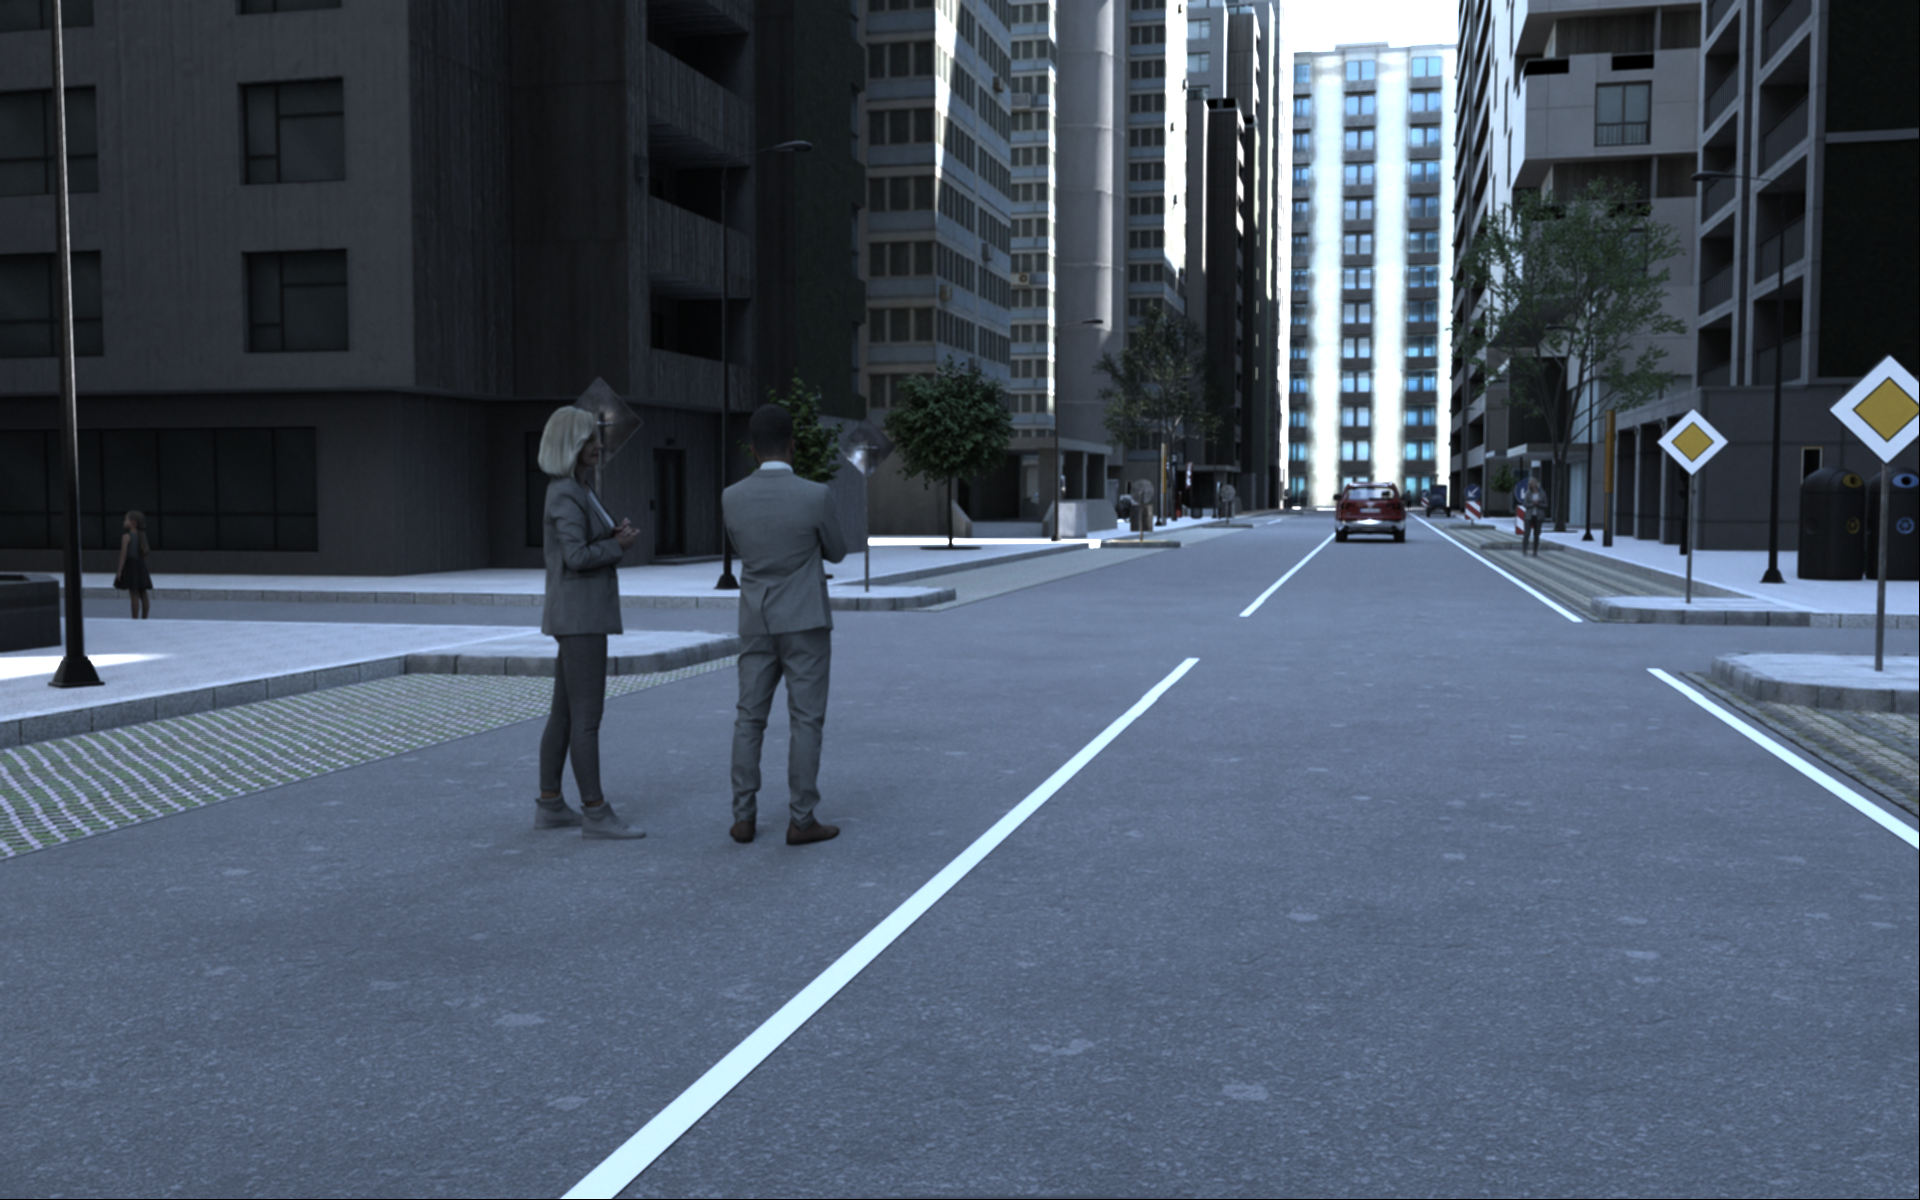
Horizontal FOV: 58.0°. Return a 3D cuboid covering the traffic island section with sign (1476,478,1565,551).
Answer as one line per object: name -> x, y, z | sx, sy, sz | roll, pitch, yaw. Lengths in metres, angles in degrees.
traffic island section with sign -> 14.499, -2.208, 44.727 | 1.989, 1.847, 2.006 | 1, 4, 14

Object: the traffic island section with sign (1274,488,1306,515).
traffic island section with sign -> 23.083, -6.909, 121.590 | 1.989, 1.847, 2.006 | 1, 4, 14

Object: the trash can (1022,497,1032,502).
trash can -> 3.026, -4.274, 81.526 | 0.748, 1.137, 0.748 | 0, 3, 0

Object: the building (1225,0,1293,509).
building -> 19.964, -44.201, 160.943 | 20.611, 71.187, 20.563 | 1, 4, 14

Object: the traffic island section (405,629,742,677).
traffic island section -> -3.123, 0.449, 14.942 | 2.009, 0.180, 2.903 | 1, 4, 14

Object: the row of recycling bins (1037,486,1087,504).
row of recycling bins -> 5.465, -4.769, 85.085 | 3.534, 1.692, 1.069 | 1, 4, 21

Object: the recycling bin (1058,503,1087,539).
recycling bin -> 3.225, -2.316, 50.423 | 0.722, 1.027, 0.722 | 2, 4, 34

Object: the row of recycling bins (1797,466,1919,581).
row of recycling bins -> 14.401, -1.140, 25.756 | 3.534, 1.692, 1.069 | 1, 4, 13

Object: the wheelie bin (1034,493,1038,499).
wheelie bin -> 3.725, -4.149, 75.749 | 0.980, 1.594, 0.693 | 0, 4, 5

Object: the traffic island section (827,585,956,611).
traffic island section -> -1.241, -0.026, 22.703 | 2.009, 0.180, 2.903 | 1, 4, 14

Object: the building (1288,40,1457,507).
building -> 42.823, -34.661, 186.311 | 30.456, 49.044, 23.786 | 1, 4, 14

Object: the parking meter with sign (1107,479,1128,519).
parking meter with sign -> 7.893, -5.751, 90.288 | 1.738, 3.016, 0.543 | 1, 4, 19

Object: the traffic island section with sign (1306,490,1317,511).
traffic island section with sign -> 29.675, -8.570, 148.747 | 1.989, 1.847, 2.006 | 1, 4, 14

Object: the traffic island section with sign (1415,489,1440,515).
traffic island section with sign -> 32.573, -6.764, 119.223 | 1.989, 1.847, 2.006 | 1, 4, 14

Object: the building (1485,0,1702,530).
building -> 36.800, -29.510, 71.734 | 28.713, 52.752, 27.495 | 1, 4, 14

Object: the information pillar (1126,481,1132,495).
information pillar -> 9.516, -5.693, 97.570 | 0.304, 2.012, 0.304 | 0, 4, 4

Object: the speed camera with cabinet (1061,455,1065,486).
speed camera with cabinet -> 5.837, -5.697, 87.489 | 2.038, 3.252, 0.660 | 1, 4, 18

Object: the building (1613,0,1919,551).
building -> 27.755, -36.759, 39.265 | 20.563, 71.187, 20.611 | 1, 4, 14

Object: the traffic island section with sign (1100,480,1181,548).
traffic island section with sign -> 4.889, -2.319, 46.537 | 1.989, 1.847, 2.006 | 1, 4, 14

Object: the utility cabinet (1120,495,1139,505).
utility cabinet -> 9.428, -5.215, 96.435 | 1.020, 1.237, 0.306 | 2, 4, 27

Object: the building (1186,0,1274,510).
building -> 17.847, -27.990, 141.235 | 14.154, 41.232, 14.086 | 1, 4, 14

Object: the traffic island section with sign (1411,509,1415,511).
traffic island section with sign -> 38.987, -8.384, 145.701 | 1.989, 1.847, 2.006 | 1, 4, 14

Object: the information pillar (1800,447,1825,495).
information pillar -> 13.325, -1.384, 27.118 | 0.304, 2.012, 0.304 | 2, 4, 31

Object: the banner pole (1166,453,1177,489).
banner pole -> 11.112, -6.226, 91.812 | 0.863, 3.779, 0.401 | 1, 4, 16

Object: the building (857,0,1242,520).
building -> 1.501, -25.645, 111.175 | 32.217, 40.220, 23.993 | 1, 4, 14

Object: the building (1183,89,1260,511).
building -> 14.420, -21.787, 127.915 | 14.160, 30.474, 14.107 | 1, 4, 14

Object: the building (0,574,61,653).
building -> -21.296, -28.459, 7.304 | 28.212, 58.520, 21.231 | 1, 4, 14

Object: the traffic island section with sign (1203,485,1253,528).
traffic island section with sign -> 11.367, -3.955, 73.289 | 1.989, 1.847, 2.006 | 1, 4, 14

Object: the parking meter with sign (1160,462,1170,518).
parking meter with sign -> 11.002, -5.934, 93.276 | 0.543, 3.016, 1.738 | 1, 4, 19

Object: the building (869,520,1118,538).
building -> -11.424, -22.532, 60.274 | 32.217, 40.220, 23.993 | 1, 4, 14

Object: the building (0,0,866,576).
building -> -10.507, -15.955, 32.571 | 14.160, 30.474, 14.107 | 1, 4, 14

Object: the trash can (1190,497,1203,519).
trash can -> 12.333, -4.809, 90.281 | 0.748, 1.137, 0.748 | 0, 3, 0

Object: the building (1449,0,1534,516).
building -> 47.174, -30.662, 125.018 | 21.300, 48.544, 21.600 | 1, 4, 14

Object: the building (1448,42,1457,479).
building -> 54.113, -30.270, 149.540 | 22.147, 44.769, 28.867 | 1, 4, 14

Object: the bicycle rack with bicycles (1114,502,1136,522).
bicycle rack with bicycles -> 7.123, -4.014, 79.014 | 2.925, 0.926, 2.852 | -3, 4, -36

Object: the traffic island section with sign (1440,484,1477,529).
traffic island section with sign -> 20.849, -3.810, 70.927 | 1.989, 1.847, 2.006 | 1, 4, 14
